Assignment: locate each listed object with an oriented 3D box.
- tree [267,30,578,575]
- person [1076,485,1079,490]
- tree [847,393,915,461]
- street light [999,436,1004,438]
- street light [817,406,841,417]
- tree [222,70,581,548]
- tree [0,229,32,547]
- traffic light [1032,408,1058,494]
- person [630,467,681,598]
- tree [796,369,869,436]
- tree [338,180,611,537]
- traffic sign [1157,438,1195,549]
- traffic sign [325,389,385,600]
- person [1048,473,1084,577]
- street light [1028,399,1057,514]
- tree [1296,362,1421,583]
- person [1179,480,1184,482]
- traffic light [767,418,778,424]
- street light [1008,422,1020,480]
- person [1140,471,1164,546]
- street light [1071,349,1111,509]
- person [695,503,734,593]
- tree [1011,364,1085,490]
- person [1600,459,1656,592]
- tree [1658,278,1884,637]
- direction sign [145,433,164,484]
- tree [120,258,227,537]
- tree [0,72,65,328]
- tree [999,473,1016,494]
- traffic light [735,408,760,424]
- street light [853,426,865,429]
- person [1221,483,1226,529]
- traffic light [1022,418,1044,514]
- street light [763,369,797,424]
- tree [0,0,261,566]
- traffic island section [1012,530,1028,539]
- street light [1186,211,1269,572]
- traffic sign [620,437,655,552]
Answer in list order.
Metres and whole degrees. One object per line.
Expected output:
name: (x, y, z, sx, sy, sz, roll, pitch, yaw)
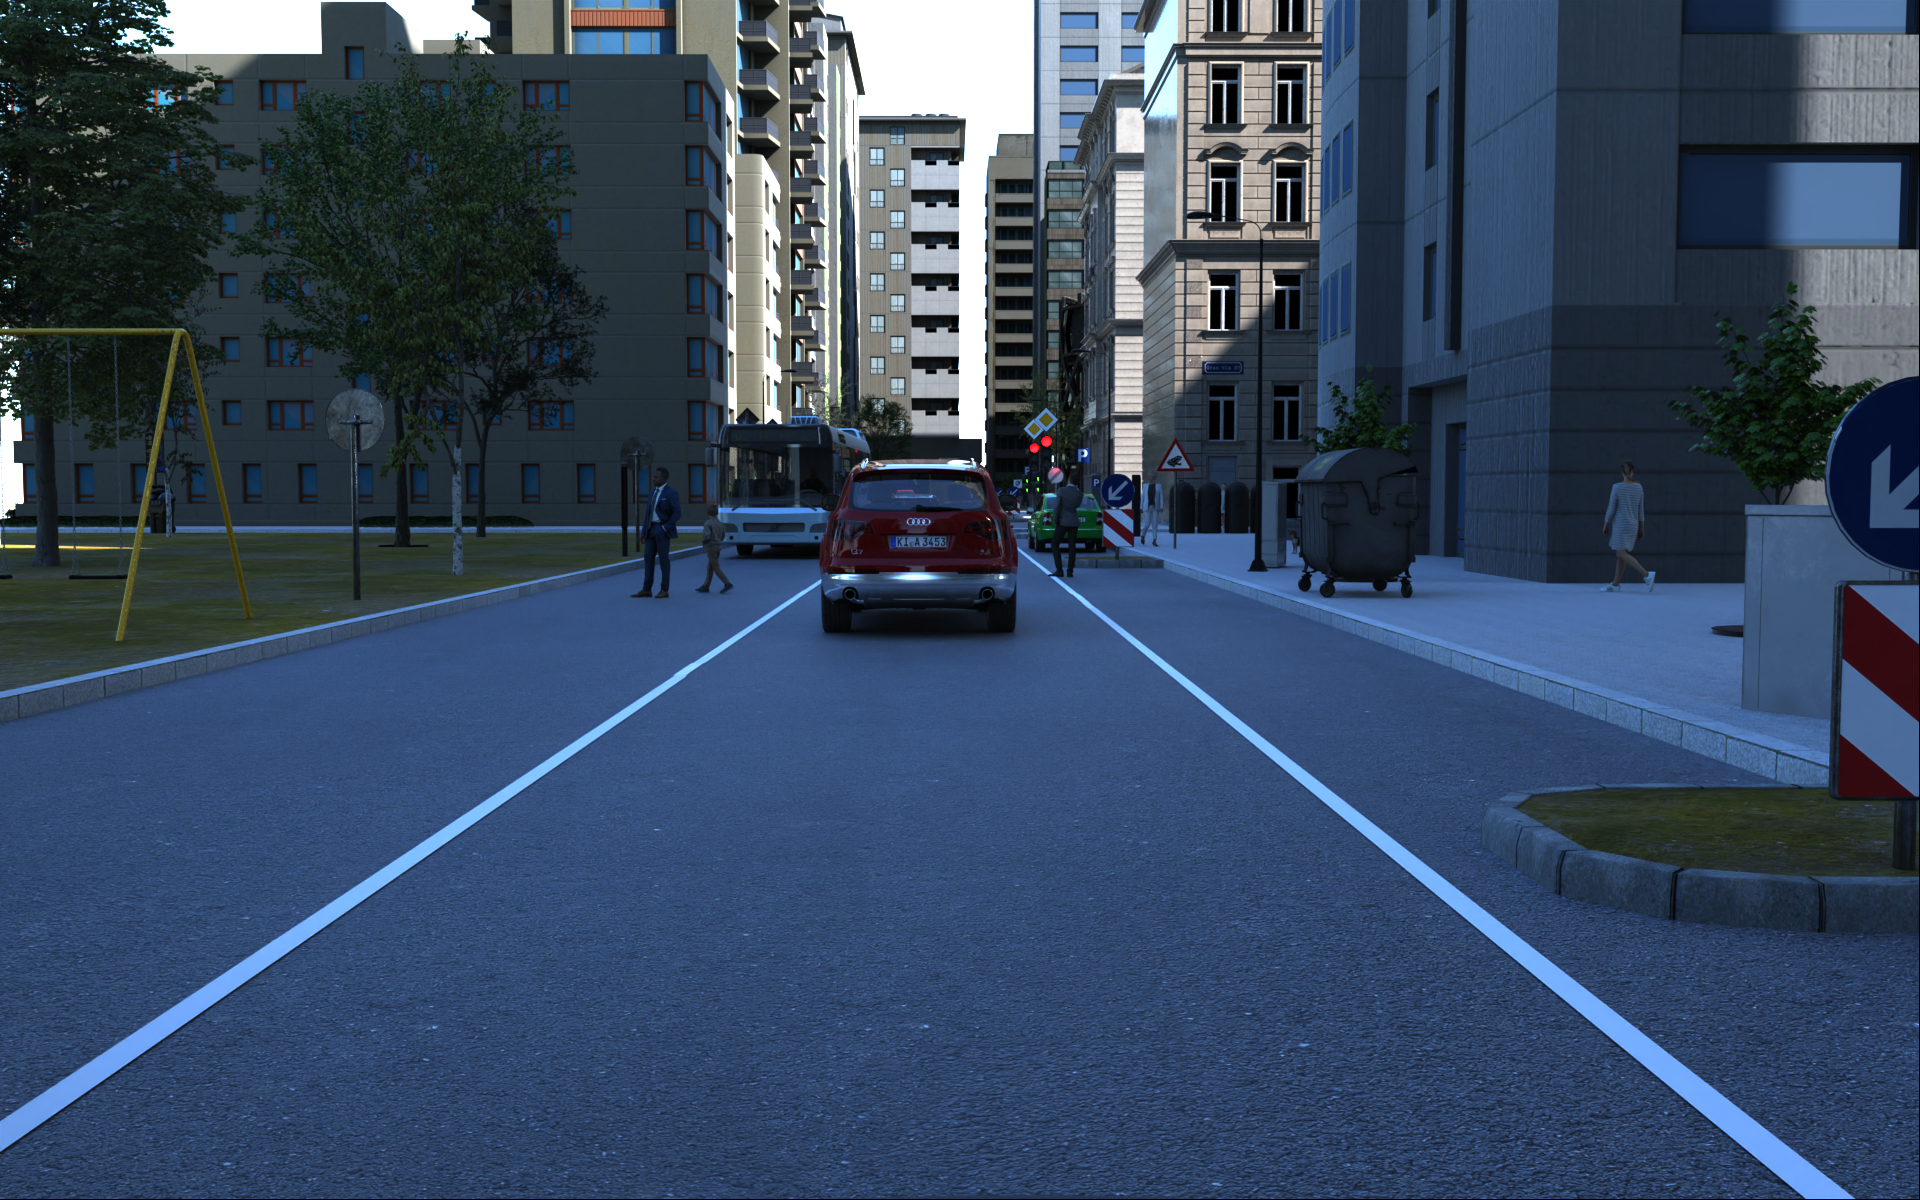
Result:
tree: (-8.205, -4.702, 27.241, 4.737, 8.622, 4.395, 0, 3, 0)
person: (5.561, -4.670, 82.264, 0.748, 1.841, 0.638, 0, 4, 6)
tree: (-8.248, -15.488, 178.980, 9.928, 11.665, 9.643, 0, 3, 0)
street light: (3.818, -10.171, 138.832, 1.470, 5.913, 1.316, 0, 4, 0)
street light: (-6.990, -7.271, 91.422, 1.470, 5.913, 1.316, 0, 4, 0)
tree: (-13.392, -7.098, 41.810, 9.928, 11.665, 9.643, 0, 3, 0)
tree: (-23.567, -5.586, 41.699, 4.360, 8.622, 3.978, 0, 3, 0)
traffic light: (2.777, -4.123, 56.334, 0.839, 4.253, 0.868, 0, 4, 0)
person: (-4.177, -0.936, 23.986, 0.721, 1.800, 0.419, 2, 4, 30)
tree: (-7.564, -9.339, 103.055, 4.360, 8.622, 3.978, 0, 3, 0)
tree: (-14.269, -7.123, 50.882, 8.767, 10.594, 7.601, 0, 4, -2)
traffic sign: (5.044, -2.482, 40.579, 0.884, 2.594, 0.081, 0, 4, 6)
traffic sign: (-7.314, -1.274, 20.937, 0.768, 2.556, 0.104, 0, 4, 7)
person: (1.835, -1.304, 30.006, 0.592, 1.802, 0.473, 0, 4, -8)
street light: (4.164, -6.853, 84.580, 1.470, 5.913, 1.316, 0, 4, 0)
tree: (5.980, -1.883, 25.381, 1.663, 3.219, 1.824, 0, 3, 0)
person: (8.201, -3.604, 64.983, 0.620, 1.820, 0.660, 2, 4, 27)
traffic light: (-6.932, -4.607, 64.245, 0.839, 4.253, 0.868, 0, 4, 0)
street light: (3.925, -8.529, 111.982, 1.470, 5.913, 1.316, 0, 4, 0)
person: (4.702, -2.248, 42.669, 0.514, 1.842, 0.818, -1, 4, -14)
street light: (4.250, -5.079, 55.582, 1.470, 5.913, 1.316, 0, 4, 0)
person: (-3.572, -0.750, 25.042, 0.640, 1.303, 0.475, 1, 4, 15)
tree: (5.023, -9.107, 99.255, 4.737, 8.622, 4.395, 0, 3, 0)
person: (8.682, -0.958, 22.455, 0.760, 1.731, 0.466, 3, 5, 44)
tree: (7.467, -1.282, 15.566, 1.663, 3.219, 1.824, 0, 3, 0)
direction sign: (-29.709, -4.402, 63.973, 0.876, 3.537, 0.379, 1, 4, 22)
tree: (-23.565, -6.155, 51.000, 4.360, 8.622, 3.978, 0, 3, 0)
tree: (-14.116, -5.222, 19.798, 7.601, 10.594, 8.767, 0, 4, 7)
tree: (4.675, -10.401, 164.657, 1.663, 3.219, 1.824, 0, 3, 0)
traffic light: (-6.884, -4.119, 56.260, 0.839, 4.253, 0.868, 0, 4, 0)
street light: (-7.060, -8.964, 119.103, 1.470, 5.913, 1.316, 0, 4, 0)
person: (9.781, -3.494, 64.170, 0.512, 1.701, 0.522, 2, 4, 32)
traffic light: (2.729, -4.612, 64.319, 0.839, 4.253, 0.868, 0, 4, 0)
street light: (-6.774, -5.629, 64.572, 1.470, 5.913, 1.316, 0, 4, 0)
tree: (-16.560, -6.894, 30.848, 7.486, 12.596, 7.792, 0, 3, 0)
traffic island section: (2.818, -2.090, 56.448, 2.009, 0.180, 2.903, 0, 4, 0)
street light: (4.412, -3.429, 28.611, 1.470, 5.913, 1.316, 0, 4, 0)
traffic sign: (-7.146, -2.339, 38.346, 0.768, 2.556, 0.104, 0, 3, 0)
